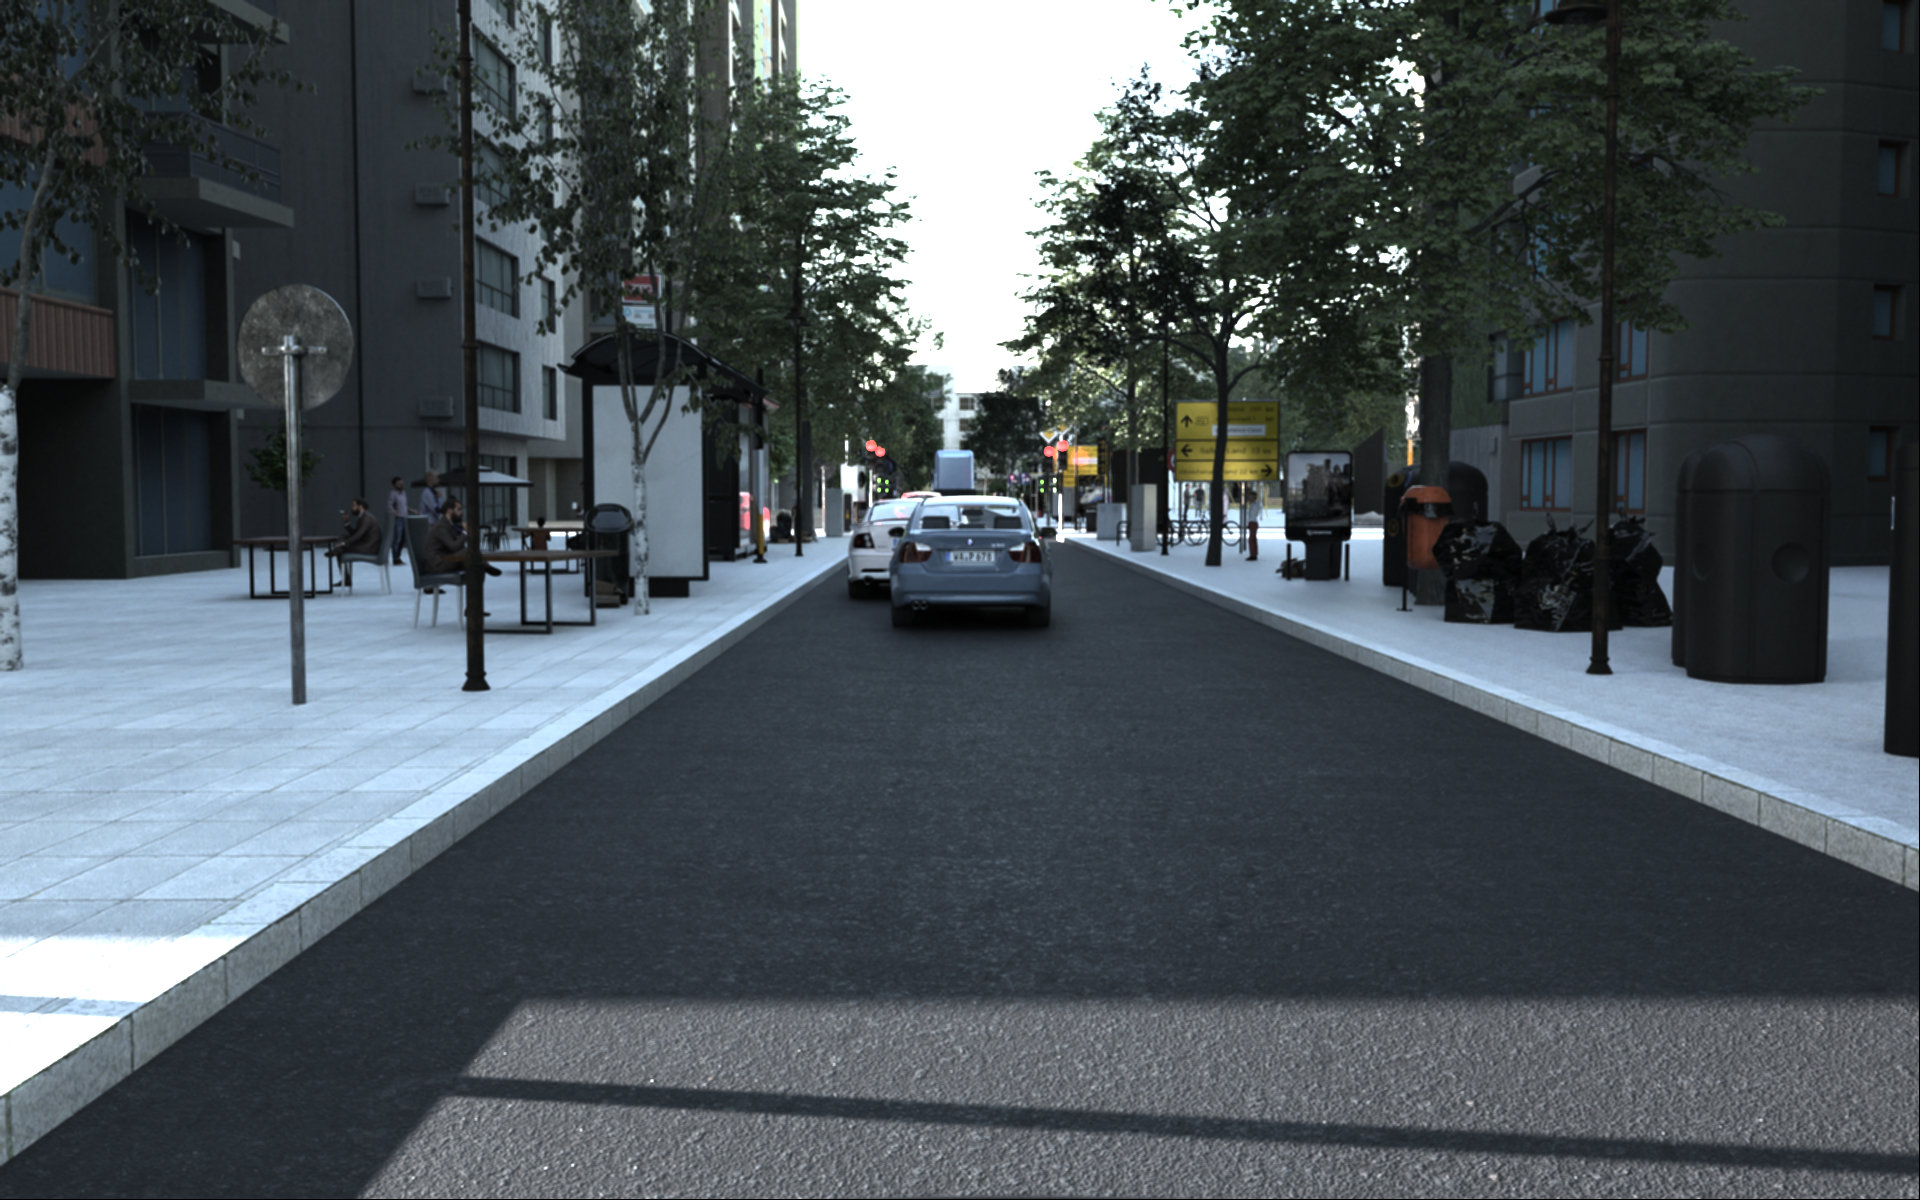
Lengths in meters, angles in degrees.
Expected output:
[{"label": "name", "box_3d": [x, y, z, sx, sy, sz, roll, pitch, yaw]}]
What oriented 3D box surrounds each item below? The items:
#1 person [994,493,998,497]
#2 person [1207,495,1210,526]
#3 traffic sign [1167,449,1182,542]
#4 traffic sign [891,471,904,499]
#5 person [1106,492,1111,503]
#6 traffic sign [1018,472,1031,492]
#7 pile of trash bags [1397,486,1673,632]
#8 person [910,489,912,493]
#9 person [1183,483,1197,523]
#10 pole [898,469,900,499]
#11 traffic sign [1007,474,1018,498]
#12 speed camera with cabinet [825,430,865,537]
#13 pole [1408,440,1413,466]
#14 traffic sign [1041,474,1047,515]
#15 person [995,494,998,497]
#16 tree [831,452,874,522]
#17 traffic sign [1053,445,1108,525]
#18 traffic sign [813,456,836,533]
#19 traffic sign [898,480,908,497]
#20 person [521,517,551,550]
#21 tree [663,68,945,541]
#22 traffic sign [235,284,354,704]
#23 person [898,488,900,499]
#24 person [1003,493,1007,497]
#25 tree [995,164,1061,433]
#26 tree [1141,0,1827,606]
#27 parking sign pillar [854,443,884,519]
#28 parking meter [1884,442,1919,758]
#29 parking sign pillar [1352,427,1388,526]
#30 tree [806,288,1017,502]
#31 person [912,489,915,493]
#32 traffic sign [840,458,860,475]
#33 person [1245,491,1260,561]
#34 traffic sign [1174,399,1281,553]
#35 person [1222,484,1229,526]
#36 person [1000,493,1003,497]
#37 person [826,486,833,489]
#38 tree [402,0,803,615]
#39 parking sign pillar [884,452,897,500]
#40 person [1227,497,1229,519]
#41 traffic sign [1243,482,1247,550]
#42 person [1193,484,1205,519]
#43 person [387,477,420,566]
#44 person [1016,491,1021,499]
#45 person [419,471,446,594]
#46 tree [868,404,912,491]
[{"label": "person", "box_3d": [4.191, -12.345, 208.416, 0.750, 1.759, 0.617, -3, 5, -44]}, {"label": "person", "box_3d": [10.295, -3.710, 70.604, 0.340, 1.345, 0.435, 2, 4, 29]}, {"label": "traffic sign", "box_3d": [5.901, -2.827, 46.334, 0.768, 2.556, 0.104, 0, 4, 2]}, {"label": "traffic sign", "box_3d": [-3.488, -5.862, 95.955, 0.768, 2.556, 0.104, 0, 4, 8]}, {"label": "person", "box_3d": [11.180, -7.301, 128.647, 0.726, 1.435, 0.776, -2, 4, -35]}, {"label": "traffic sign", "box_3d": [3.679, -6.052, 99.063, 0.768, 2.556, 0.104, 0, 4, 2]}, {"label": "pile of trash bags", "box_3d": [5.647, -0.493, 17.805, 1.912, 1.369, 3.447, -1, 4, -23]}, {"label": "person", "box_3d": [-5.172, -10.727, 181.414, 0.705, 1.826, 1.348, 0, 4, -8]}, {"label": "person", "box_3d": [10.303, -4.333, 77.424, 0.750, 1.759, 0.617, 1, 4, 20]}, {"label": "pole", "box_3d": [-5.042, -9.108, 142.752, 0.158, 3.312, 0.155, 0, 3, 0]}, {"label": "traffic sign", "box_3d": [3.391, -6.769, 110.772, 0.768, 2.556, 0.104, 0, 4, 5]}, {"label": "speed camera with cabinet", "box_3d": [-3.481, -3.572, 52.734, 0.660, 3.252, 2.038, 1, 4, 17]}, {"label": "pole", "box_3d": [16.201, -4.190, 62.348, 0.158, 3.312, 0.155, 0, 3, 0]}, {"label": "traffic sign", "box_3d": [5.384, -6.587, 107.808, 0.768, 2.556, 0.104, 1, 4, 9]}, {"label": "person", "box_3d": [4.598, -11.621, 196.015, 1.348, 1.831, 0.705, 0, 3, 0]}, {"label": "tree", "box_3d": [-4.622, -4.708, 71.569, 1.663, 3.219, 1.824, 0, 3, 0]}, {"label": "traffic sign", "box_3d": [4.986, -4.752, 71.566, 2.265, 3.308, 0.079, 0, 4, 6]}, {"label": "traffic sign", "box_3d": [-4.513, -3.510, 57.493, 0.768, 2.556, 0.104, 0, 4, 1]}, {"label": "traffic sign", "box_3d": [-4.441, -8.181, 133.767, 0.884, 2.594, 0.081, 0, 4, 4]}, {"label": "person", "box_3d": [-8.296, -1.208, 34.072, 0.859, 0.850, 0.655, -1, 4, -14]}, {"label": "tree", "box_3d": [-4.572, -7.883, 47.022, 7.486, 12.596, 7.792, 0, 3, 0]}, {"label": "traffic sign", "box_3d": [-4.046, -0.637, 10.526, 0.768, 2.556, 0.104, 1, 4, 8]}, {"label": "person", "box_3d": [-4.131, -6.299, 110.495, 0.566, 1.644, 0.517, 1, 4, 15]}, {"label": "person", "box_3d": [4.751, -10.730, 182.948, 0.415, 1.643, 0.593, 0, 4, 4]}, {"label": "tree", "box_3d": [4.914, -8.110, 50.719, 7.486, 12.596, 7.792, 0, 3, 0]}, {"label": "tree", "box_3d": [5.639, -6.188, 19.306, 7.486, 12.596, 7.792, 0, 3, 0]}, {"label": "parking sign pillar", "box_3d": [-4.950, -6.241, 90.506, 1.447, 3.967, 1.447, 1, 4, 9]}, {"label": "parking meter", "box_3d": [4.773, -0.006, 8.509, 0.372, 1.533, 0.369, 0, 3, 0]}, {"label": "parking sign pillar", "box_3d": [16.521, -4.969, 69.708, 1.447, 3.967, 1.447, 3, 5, 44]}, {"label": "tree", "box_3d": [-4.003, -9.766, 85.423, 9.928, 11.665, 9.643, 0, 3, 0]}, {"label": "person", "box_3d": [-5.184, -11.241, 189.930, 1.348, 1.812, 0.705, -2, 4, -32]}, {"label": "traffic sign", "box_3d": [-3.910, -3.764, 61.644, 0.768, 2.556, 0.104, 0, 4, 3]}, {"label": "person", "box_3d": [5.651, -1.446, 33.591, 0.340, 1.345, 0.435, 0, 4, -7]}, {"label": "traffic sign", "box_3d": [5.767, -2.666, 37.462, 2.265, 3.308, 0.079, 1, 4, 9]}, {"label": "person", "box_3d": [10.437, -3.811, 69.022, 0.551, 1.740, 0.621, 0, 4, 7]}, {"label": "person", "box_3d": [4.543, -11.351, 192.562, 0.756, 1.711, 0.436, -3, 5, -42]}, {"label": "person", "box_3d": [-6.686, -5.055, 89.498, 0.445, 1.727, 0.742, 0, 4, 4]}, {"label": "tree", "box_3d": [-3.430, -4.136, 17.980, 4.360, 8.622, 3.978, 0, 3, 0]}, {"label": "parking sign pillar", "box_3d": [-4.221, -6.781, 99.346, 1.447, 3.967, 1.447, 3, 4, 37]}, {"label": "person", "box_3d": [13.337, -4.831, 87.303, 0.388, 1.546, 0.482, -2, 4, -34]}, {"label": "traffic sign", "box_3d": [6.490, -2.403, 39.402, 0.768, 2.556, 0.104, 0, 3, 0]}, {"label": "person", "box_3d": [12.302, -5.070, 89.070, 0.598, 1.807, 0.434, 0, 4, 4]}, {"label": "person", "box_3d": [-10.062, -1.414, 31.114, 0.435, 1.587, 0.963, 0, 4, 6]}, {"label": "person", "box_3d": [6.296, -11.070, 187.181, 0.705, 1.807, 1.348, 1, 4, 23]}, {"label": "person", "box_3d": [-6.809, -0.872, 22.365, 0.319, 1.574, 0.516, -1, 4, -15]}, {"label": "tree", "box_3d": [-5.345, -10.970, 129.722, 4.737, 8.622, 4.395, 0, 3, 0]}]
